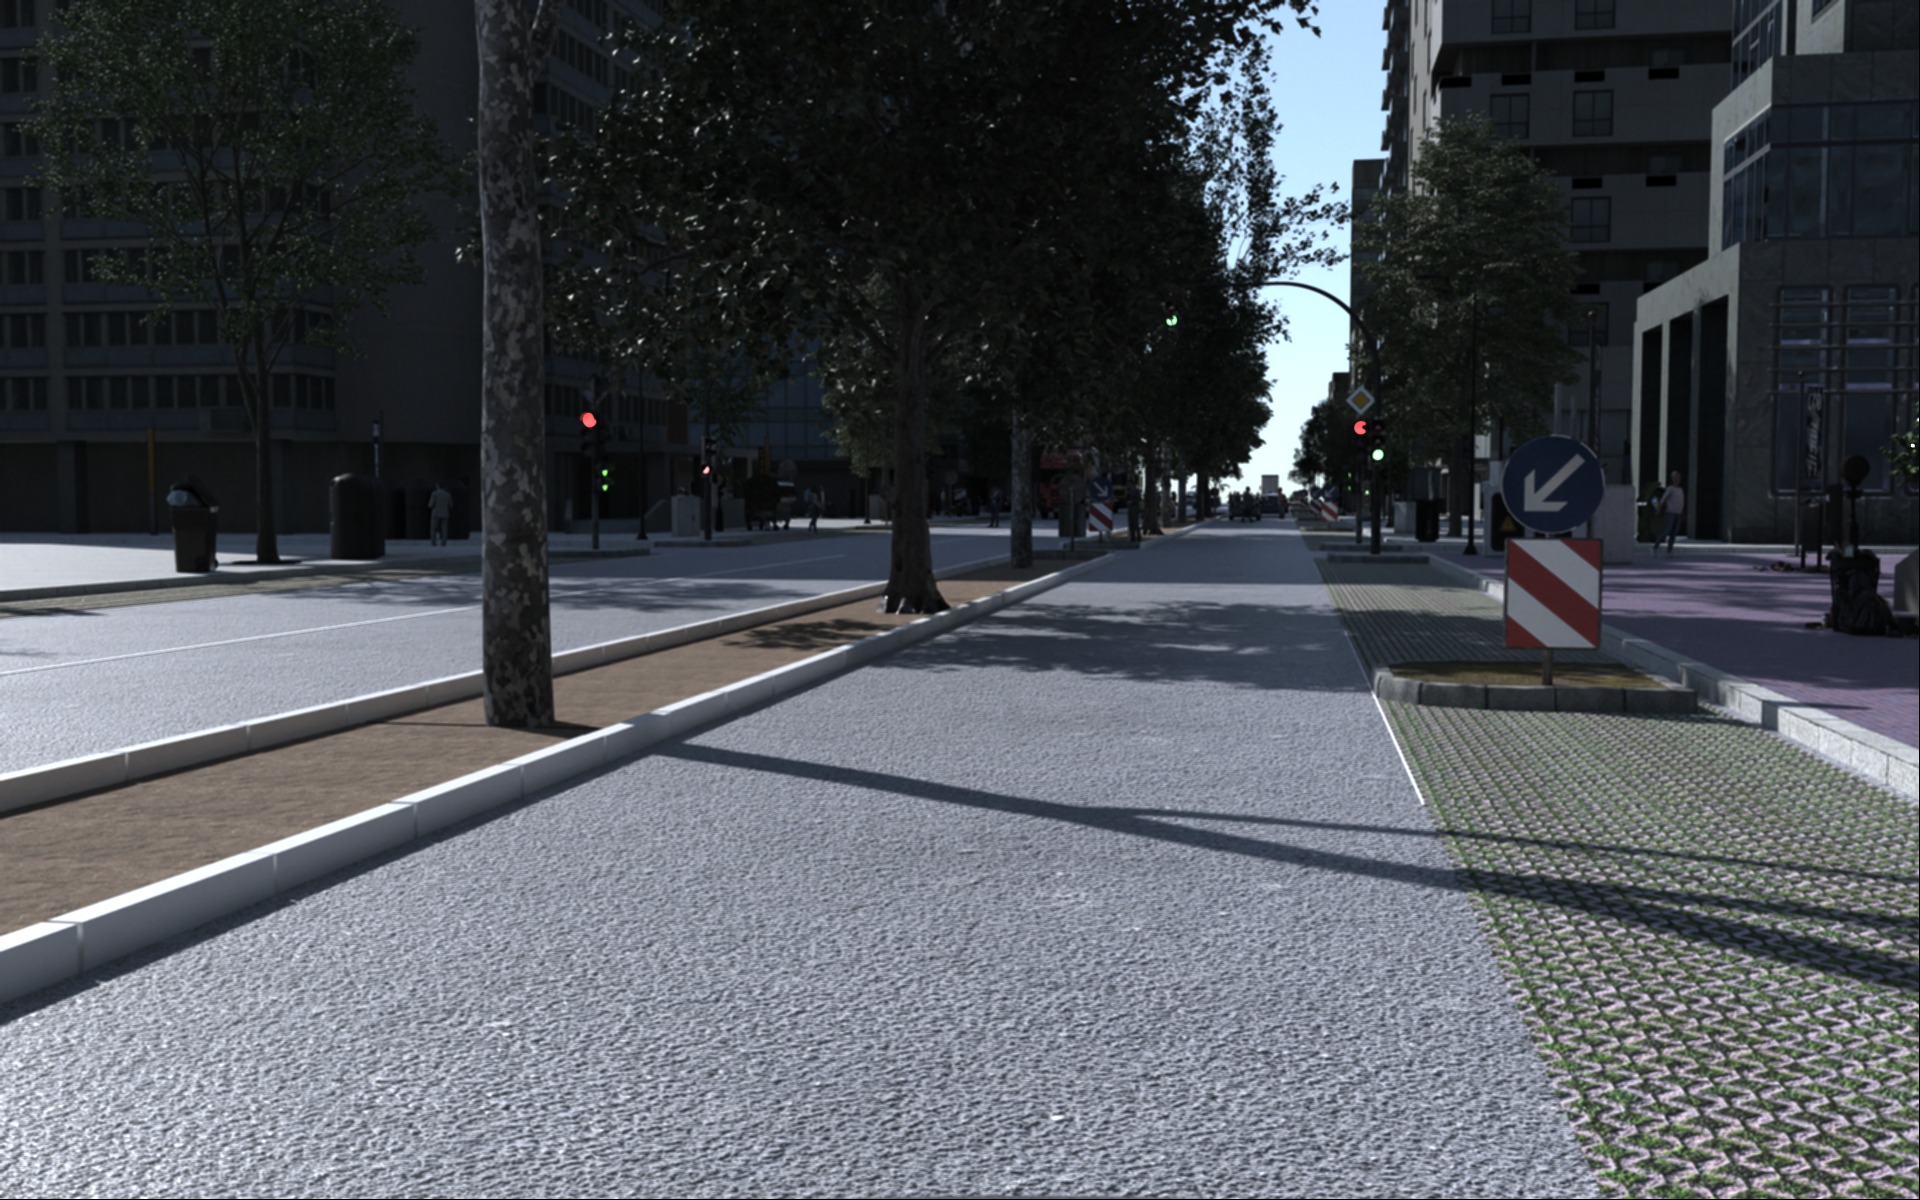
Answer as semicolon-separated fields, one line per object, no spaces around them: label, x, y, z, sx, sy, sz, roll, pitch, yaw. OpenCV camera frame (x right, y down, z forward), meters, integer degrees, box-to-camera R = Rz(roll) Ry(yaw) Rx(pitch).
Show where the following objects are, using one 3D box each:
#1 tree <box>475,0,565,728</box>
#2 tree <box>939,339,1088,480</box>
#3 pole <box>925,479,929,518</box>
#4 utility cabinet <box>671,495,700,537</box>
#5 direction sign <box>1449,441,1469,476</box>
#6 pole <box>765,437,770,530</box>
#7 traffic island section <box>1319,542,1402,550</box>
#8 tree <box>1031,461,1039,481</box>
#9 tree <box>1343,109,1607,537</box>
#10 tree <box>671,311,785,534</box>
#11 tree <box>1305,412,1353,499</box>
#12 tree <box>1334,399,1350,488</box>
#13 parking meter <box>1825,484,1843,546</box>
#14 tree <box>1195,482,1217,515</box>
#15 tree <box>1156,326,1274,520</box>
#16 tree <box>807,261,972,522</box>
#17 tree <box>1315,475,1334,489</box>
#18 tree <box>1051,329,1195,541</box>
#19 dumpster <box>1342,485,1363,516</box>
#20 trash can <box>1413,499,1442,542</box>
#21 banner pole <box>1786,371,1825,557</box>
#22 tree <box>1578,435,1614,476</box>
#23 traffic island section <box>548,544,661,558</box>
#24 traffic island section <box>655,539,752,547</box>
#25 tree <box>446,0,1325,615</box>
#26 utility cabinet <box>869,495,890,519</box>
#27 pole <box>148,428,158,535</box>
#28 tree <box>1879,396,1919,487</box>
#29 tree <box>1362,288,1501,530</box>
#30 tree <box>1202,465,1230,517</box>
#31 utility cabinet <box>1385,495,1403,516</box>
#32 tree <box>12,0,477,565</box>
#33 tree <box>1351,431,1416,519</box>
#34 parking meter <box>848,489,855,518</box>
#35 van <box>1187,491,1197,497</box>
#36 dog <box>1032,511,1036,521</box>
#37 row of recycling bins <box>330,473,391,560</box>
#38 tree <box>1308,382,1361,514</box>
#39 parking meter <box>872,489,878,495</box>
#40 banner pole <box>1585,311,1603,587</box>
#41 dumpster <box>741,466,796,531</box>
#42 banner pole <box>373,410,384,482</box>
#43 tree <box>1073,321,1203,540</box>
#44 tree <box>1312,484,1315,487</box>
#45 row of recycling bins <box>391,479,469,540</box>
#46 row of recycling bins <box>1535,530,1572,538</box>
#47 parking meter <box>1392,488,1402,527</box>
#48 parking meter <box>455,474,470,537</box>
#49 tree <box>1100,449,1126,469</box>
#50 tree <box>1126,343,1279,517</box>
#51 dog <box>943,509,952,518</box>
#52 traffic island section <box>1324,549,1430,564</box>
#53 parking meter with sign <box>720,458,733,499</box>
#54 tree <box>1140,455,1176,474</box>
tree;-1.706;-9.221;9.106;12.611;20.169;13.585;0;3;0
tree;3.679;-12.899;117.553;9.857;13.997;8.962;0;3;0
pole;-1.800;-6.161;94.579;0.158;3.312;0.155;0;3;0
utility cabinet;-8.227;-2.500;52.042;0.306;1.237;1.020;2;4;31
direction sign;21.423;-5.041;74.421;0.876;3.537;0.379;2;4;34
pole;-6.887;-4.165;61.933;0.158;3.312;0.155;0;3;0
traffic island section;10.338;-1.377;44.798;2.009;0.180;2.903;1;4;11
tree;7.372;-11.438;137.376;4.360;8.622;3.978;0;3;0
tree;15.315;-8.172;51.736;7.486;12.596;7.792;0;3;0
tree;-7.785;-6.425;55.418;4.737;8.622;4.395;0;3;0
tree;32.978;-12.284;151.199;4.737;8.622;4.395;0;3;0
tree;43.159;-17.495;203.043;9.611;12.733;9.660;0;3;0
parking meter;21.704;-2.116;43.004;0.372;1.533;0.369;0;3;0
tree;17.356;-10.102;117.981;4.737;8.622;4.395;0;3;0
tree;13.199;-10.633;94.427;7.486;12.596;7.792;0;3;0
tree;-3.306;-9.899;79.970;7.486;12.596;7.792;0;3;0
tree;37.046;-10.937;173.425;1.663;3.219;1.824;0;3;0
tree;4.149;-5.853;48.514;4.737;8.622;4.395;0;3;0
dumpster;23.054;-5.862;101.601;1.264;1.857;1.865;1;4;11
trash can;12.509;-2.122;46.349;0.748;1.137;0.748;0;3;0
banner pole;17.374;-2.782;35.499;0.863;3.779;0.401;-2;4;-23
tree;20.206;-3.792;56.594;1.663;3.219;1.824;0;3;0
traffic island section;-8.467;-1.094;40.170;2.009;0.180;2.903;1;4;11
traffic island section;-7.005;-1.574;48.021;2.009;0.180;2.903;1;4;11
tree;-0.614;-6.180;20.513;9.611;12.733;9.660;0;3;0
utility cabinet;-4.122;-4.741;88.684;1.020;1.237;0.306;-1;4;-19
pole;-25.100;-3.670;53.842;0.158;3.312;0.155;0;3;0
tree;16.444;-2.120;29.268;1.663;3.219;1.824;0;3;0
tree;16.180;-6.647;59.039;4.360;8.622;3.978;0;3;0
tree;14.108;-9.037;100.574;4.360;8.622;3.978;0;3;0
utility cabinet;24.943;-5.418;99.751;1.020;1.237;0.306;2;4;26
tree;-12.922;-6.468;31.507;9.928;11.665;9.643;0;3;0
tree;21.791;-6.451;89.190;4.285;4.588;4.351;0;3;0
parking meter;-5.708;-5.074;91.379;0.372;1.533;0.369;0;3;0
van;31.496;-13.963;235.298;2.013;2.044;4.112;1;4;12
dog;3.914;-4.540;93.516;0.540;0.507;0.406;1;4;17
row of recycling bins;-12.295;-1.730;35.396;1.069;1.692;3.534;-1;4;-17
tree;24.686;-9.811;110.764;4.360;8.622;3.978;0;3;0
parking meter;-4.630;-5.253;94.300;0.372;1.533;0.369;0;3;0
banner pole;8.776;-2.077;23.980;0.401;3.779;0.863;2;4;32
dumpster;-6.717;-3.560;60.703;1.502;2.255;1.985;1;4;11
banner pole;-17.380;-3.780;51.825;0.401;3.779;0.863;-3;5;-42
tree;5.229;-6.129;53.032;4.360;8.622;3.978;0;3;0
tree;55.715;-16.990;272.383;1.663;3.219;1.824;0;3;0
row of recycling bins;-15.621;-2.563;49.025;3.534;1.692;1.069;0;4;8
row of recycling bins;16.523;-2.595;49.536;3.534;1.692;1.069;-3;4;-37
parking meter;16.954;-3.596;67.213;0.372;1.533;0.369;0;3;0
parking meter;-14.674;-2.772;51.038;0.255;1.863;0.399;1;4;22
tree;17.169;-17.553;193.646;9.857;13.997;8.962;0;3;0
tree;15.616;-12.258;109.524;9.857;13.997;8.962;0;3;0
dog;-0.678;-4.616;92.309;0.540;0.507;0.406;0;4;5
traffic island section;8.876;-0.897;36.947;2.009;0.180;2.903;1;4;11
parking meter with sign;-10.614;-4.919;76.692;0.543;3.016;1.738;1;4;15
tree;32.568;-22.283;274.698;12.009;13.543;11.850;0;3;0
